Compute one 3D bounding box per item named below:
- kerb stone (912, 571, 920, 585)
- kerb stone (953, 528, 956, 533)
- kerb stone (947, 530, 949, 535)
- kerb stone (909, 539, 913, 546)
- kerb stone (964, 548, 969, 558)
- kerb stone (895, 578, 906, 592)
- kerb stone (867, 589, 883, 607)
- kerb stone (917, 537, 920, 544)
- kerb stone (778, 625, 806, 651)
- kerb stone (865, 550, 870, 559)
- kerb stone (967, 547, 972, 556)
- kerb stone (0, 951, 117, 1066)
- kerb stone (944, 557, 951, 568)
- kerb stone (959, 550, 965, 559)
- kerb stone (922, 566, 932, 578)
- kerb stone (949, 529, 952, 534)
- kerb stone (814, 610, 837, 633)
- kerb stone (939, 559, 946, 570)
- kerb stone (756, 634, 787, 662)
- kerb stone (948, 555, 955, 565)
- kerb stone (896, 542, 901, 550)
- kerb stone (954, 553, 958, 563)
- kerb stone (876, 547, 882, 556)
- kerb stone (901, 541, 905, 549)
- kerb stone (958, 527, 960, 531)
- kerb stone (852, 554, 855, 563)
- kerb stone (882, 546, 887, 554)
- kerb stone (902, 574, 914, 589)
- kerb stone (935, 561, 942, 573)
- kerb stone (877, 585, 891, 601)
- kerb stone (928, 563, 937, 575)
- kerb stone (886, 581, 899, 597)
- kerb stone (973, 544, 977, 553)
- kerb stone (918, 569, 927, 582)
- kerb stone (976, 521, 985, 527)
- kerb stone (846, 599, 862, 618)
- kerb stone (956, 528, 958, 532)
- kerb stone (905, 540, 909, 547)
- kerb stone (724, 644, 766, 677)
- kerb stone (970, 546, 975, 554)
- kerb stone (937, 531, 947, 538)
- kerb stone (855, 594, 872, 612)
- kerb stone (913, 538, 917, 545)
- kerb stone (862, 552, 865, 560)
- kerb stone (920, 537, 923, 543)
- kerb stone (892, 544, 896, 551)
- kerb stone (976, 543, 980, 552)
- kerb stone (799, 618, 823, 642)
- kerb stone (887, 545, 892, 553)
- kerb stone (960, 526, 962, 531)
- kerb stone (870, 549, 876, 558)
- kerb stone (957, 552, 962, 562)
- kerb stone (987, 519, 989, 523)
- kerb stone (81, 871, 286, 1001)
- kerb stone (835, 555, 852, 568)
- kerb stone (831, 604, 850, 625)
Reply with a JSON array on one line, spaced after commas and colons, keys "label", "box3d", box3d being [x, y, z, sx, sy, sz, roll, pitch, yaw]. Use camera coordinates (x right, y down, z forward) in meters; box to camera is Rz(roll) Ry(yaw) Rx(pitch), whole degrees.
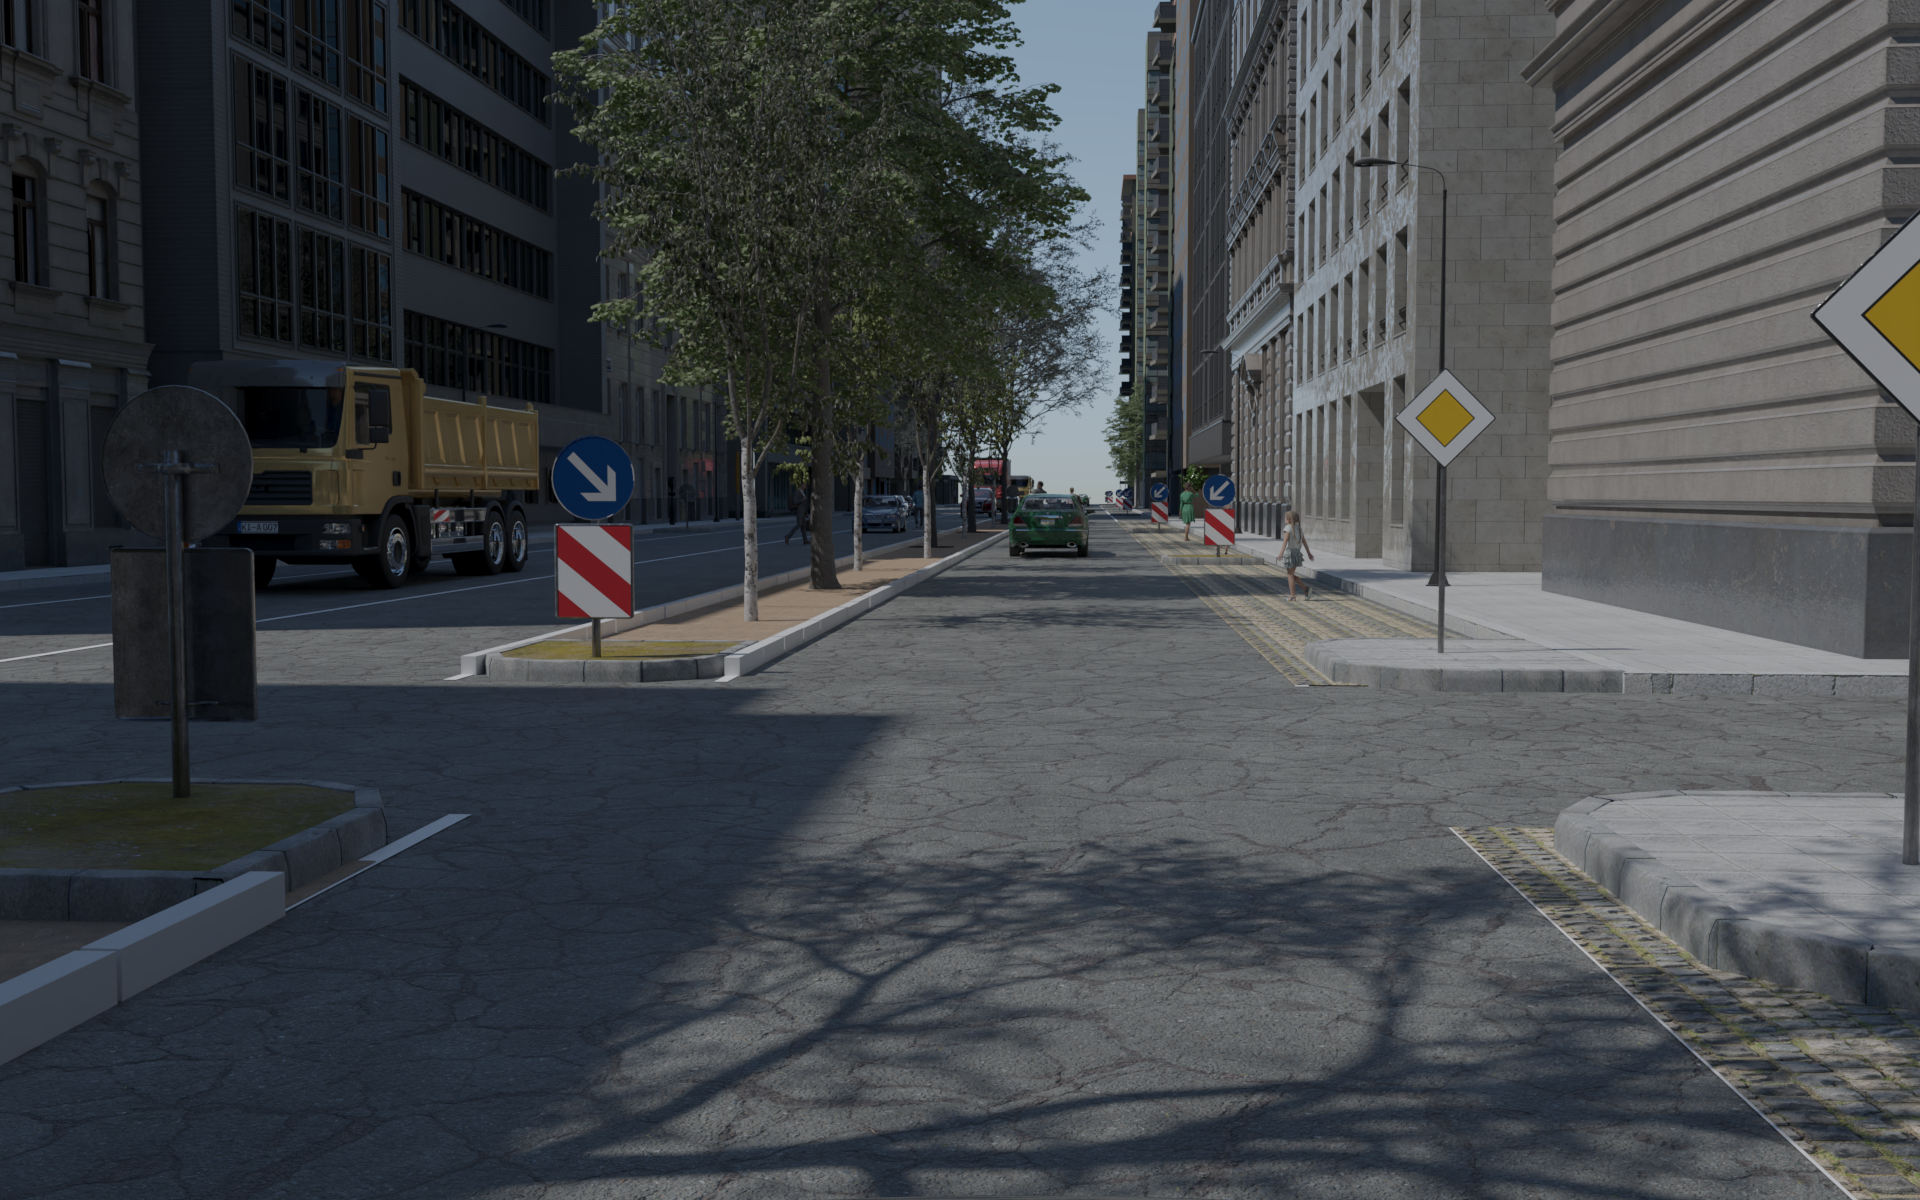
[{"label": "kerb stone", "box3d": [-0.782, -0.318, 27.395, 0.120, 0.150, 1.000, 0, 4, 4]}, {"label": "kerb stone", "box3d": [-0.328, -2.452, 62.290, 0.120, 0.150, 1.000, 0, 4, 4]}, {"label": "kerb stone", "box3d": [-0.559, -2.263, 59.217, 0.120, 0.150, 1.000, 0, 4, 4]}, {"label": "kerb stone", "box3d": [-1.449, -1.514, 46.957, 0.120, 0.150, 1.000, 0, 4, 4]}, {"label": "kerb stone", "box3d": [0.046, -1.007, 38.655, 0.120, 0.150, 1.000, 0, 4, 4]}, {"label": "kerb stone", "box3d": [-0.933, -0.192, 25.349, 0.120, 0.150, 1.000, 0, 4, 4]}, {"label": "kerb stone", "box3d": [-1.148, -0.006, 22.290, 0.120, 0.150, 1.000, 0, 4, 4]}, {"label": "kerb stone", "box3d": [-1.309, -1.640, 49.011, 0.120, 0.150, 1.000, 0, 4, 4]}, {"label": "kerb stone", "box3d": [-1.603, 0.371, 16.141, 0.120, 0.150, 1.000, 0, 4, 4]}, {"label": "kerb stone", "box3d": [-2.131, -0.951, 37.749, 0.120, 0.150, 1.000, 0, 4, 4]}, {"label": "kerb stone", "box3d": [0.115, -1.067, 39.677, 0.120, 0.150, 1.000, 0, 4, 4]}, {"label": "kerb stone", "box3d": [-2.463, 1.090, 4.368, 0.120, 0.150, 1.000, 0, 4, 4]}, {"label": "kerb stone", "box3d": [-0.332, -0.694, 33.543, 0.120, 0.150, 1.000, 0, 4, 4]}, {"label": "kerb stone", "box3d": [-0.036, -0.937, 37.628, 0.120, 0.150, 1.000, 0, 4, 4]}, {"label": "kerb stone", "box3d": [-0.623, -0.443, 29.438, 0.120, 0.150, 1.000, 0, 4, 4]}, {"label": "kerb stone", "box3d": [-0.481, -2.326, 60.240, 0.120, 0.150, 1.000, 0, 4, 4]}, {"label": "kerb stone", "box3d": [-1.448, 0.245, 18.183, 0.120, 0.150, 1.000, 0, 4, 4]}, {"label": "kerb stone", "box3d": [-0.407, -0.630, 32.517, 0.120, 0.150, 1.000, 0, 4, 4]}, {"label": "kerb stone", "box3d": [-1.681, 0.436, 15.116, 0.120, 0.150, 1.000, 0, 4, 4]}, {"label": "kerb stone", "box3d": [-0.255, -0.756, 34.562, 0.120, 0.150, 1.000, 0, 4, 4]}, {"label": "kerb stone", "box3d": [-1.680, -1.327, 43.894, 0.120, 0.150, 1.000, 0, 4, 4]}, {"label": "kerb stone", "box3d": [-0.180, -0.818, 35.589, 0.120, 0.150, 1.000, 0, 4, 4]}, {"label": "kerb stone", "box3d": [-1.978, -1.075, 39.796, 0.120, 0.150, 1.000, 0, 4, 4]}, {"label": "kerb stone", "box3d": [-1.612, -1.389, 44.914, 0.120, 0.150, 1.000, 0, 4, 4]}, {"label": "kerb stone", "box3d": [-0.191, -2.577, 64.337, 0.120, 0.150, 1.000, 0, 4, 4]}, {"label": "kerb stone", "box3d": [-2.276, -0.826, 35.703, 0.120, 0.150, 1.000, 0, 4, 4]}, {"label": "kerb stone", "box3d": [-1.906, -1.140, 40.834, 0.120, 0.150, 1.000, 0, 4, 4]}, {"label": "kerb stone", "box3d": [-0.851, -0.252, 26.375, 0.120, 0.150, 1.000, 0, 4, 4]}, {"label": "kerb stone", "box3d": [-0.481, -0.569, 31.492, 0.120, 0.150, 1.000, 0, 4, 4]}, {"label": "kerb stone", "box3d": [-1.081, -0.068, 23.309, 0.120, 0.150, 1.000, 0, 4, 4]}, {"label": "kerb stone", "box3d": [-0.554, -0.506, 30.471, 0.120, 0.150, 1.000, 0, 4, 4]}, {"label": "kerb stone", "box3d": [-1.010, -0.127, 24.330, 0.120, 0.150, 1.000, 0, 4, 4]}, {"label": "kerb stone", "box3d": [0.268, -1.193, 41.722, 0.120, 0.150, 1.000, 0, 4, 4]}, {"label": "kerb stone", "box3d": [-0.695, -0.377, 28.419, 0.120, 0.150, 1.000, 0, 4, 4]}, {"label": "kerb stone", "box3d": [0.941, -3.516, 79.678, 0.120, 0.150, 1.000, 0, 4, 4]}, {"label": "kerb stone", "box3d": [-1.303, 0.128, 20.233, 0.120, 0.150, 1.000, 0, 4, 4]}, {"label": "kerb stone", "box3d": [-0.255, -2.512, 63.315, 0.120, 0.150, 1.000, 0, 4, 4]}, {"label": "kerb stone", "box3d": [-1.534, -1.452, 45.933, 0.120, 0.150, 1.000, 0, 4, 4]}, {"label": "kerb stone", "box3d": [-1.753, 0.496, 14.093, 0.120, 0.150, 1.000, 0, 4, 4]}, {"label": "kerb stone", "box3d": [0.190, -1.132, 40.703, 0.120, 0.150, 1.000, 0, 4, 4]}, {"label": "kerb stone", "box3d": [-0.633, -2.202, 58.198, 0.120, 0.150, 1.000, 0, 4, 4]}, {"label": "kerb stone", "box3d": [-1.233, 0.061, 21.260, 0.120, 0.150, 1.000, 0, 4, 4]}, {"label": "kerb stone", "box3d": [-1.375, -1.578, 47.989, 0.120, 0.150, 1.000, 0, 4, 4]}, {"label": "kerb stone", "box3d": [-2.199, -0.889, 36.723, 0.120, 0.150, 1.000, 0, 4, 4]}, {"label": "kerb stone", "box3d": [-1.238, -1.702, 50.031, 0.120, 0.150, 1.000, 0, 4, 4]}, {"label": "kerb stone", "box3d": [-1.757, -1.265, 42.875, 0.120, 0.150, 1.000, 0, 4, 4]}, {"label": "kerb stone", "box3d": [0.344, -1.257, 42.753, 0.120, 0.150, 1.000, 0, 4, 4]}, {"label": "kerb stone", "box3d": [-1.523, 0.312, 17.164, 0.120, 0.150, 1.000, 0, 4, 4]}, {"label": "kerb stone", "box3d": [-1.828, -1.202, 41.856, 0.120, 0.150, 1.000, 0, 4, 4]}, {"label": "kerb stone", "box3d": [-0.105, -2.640, 65.365, 0.120, 0.150, 1.000, 0, 4, 4]}, {"label": "kerb stone", "box3d": [-2.060, -1.014, 38.778, 0.120, 0.150, 1.000, 0, 4, 4]}, {"label": "kerb stone", "box3d": [-0.105, -0.873, 36.608, 0.120, 0.150, 1.000, 0, 4, 4]}, {"label": "kerb stone", "box3d": [1.164, -3.703, 82.745, 0.120, 0.150, 1.000, 0, 4, 4]}, {"label": "kerb stone", "box3d": [-2.389, 1.028, 5.389, 0.120, 0.150, 1.000, 0, 4, 4]}, {"label": "kerb stone", "box3d": [-2.350, -0.764, 34.683, 0.120, 0.150, 1.000, 0, 4, 4]}, {"label": "kerb stone", "box3d": [-1.377, 0.183, 19.202, 0.120, 0.150, 1.000, 0, 4, 4]}]
